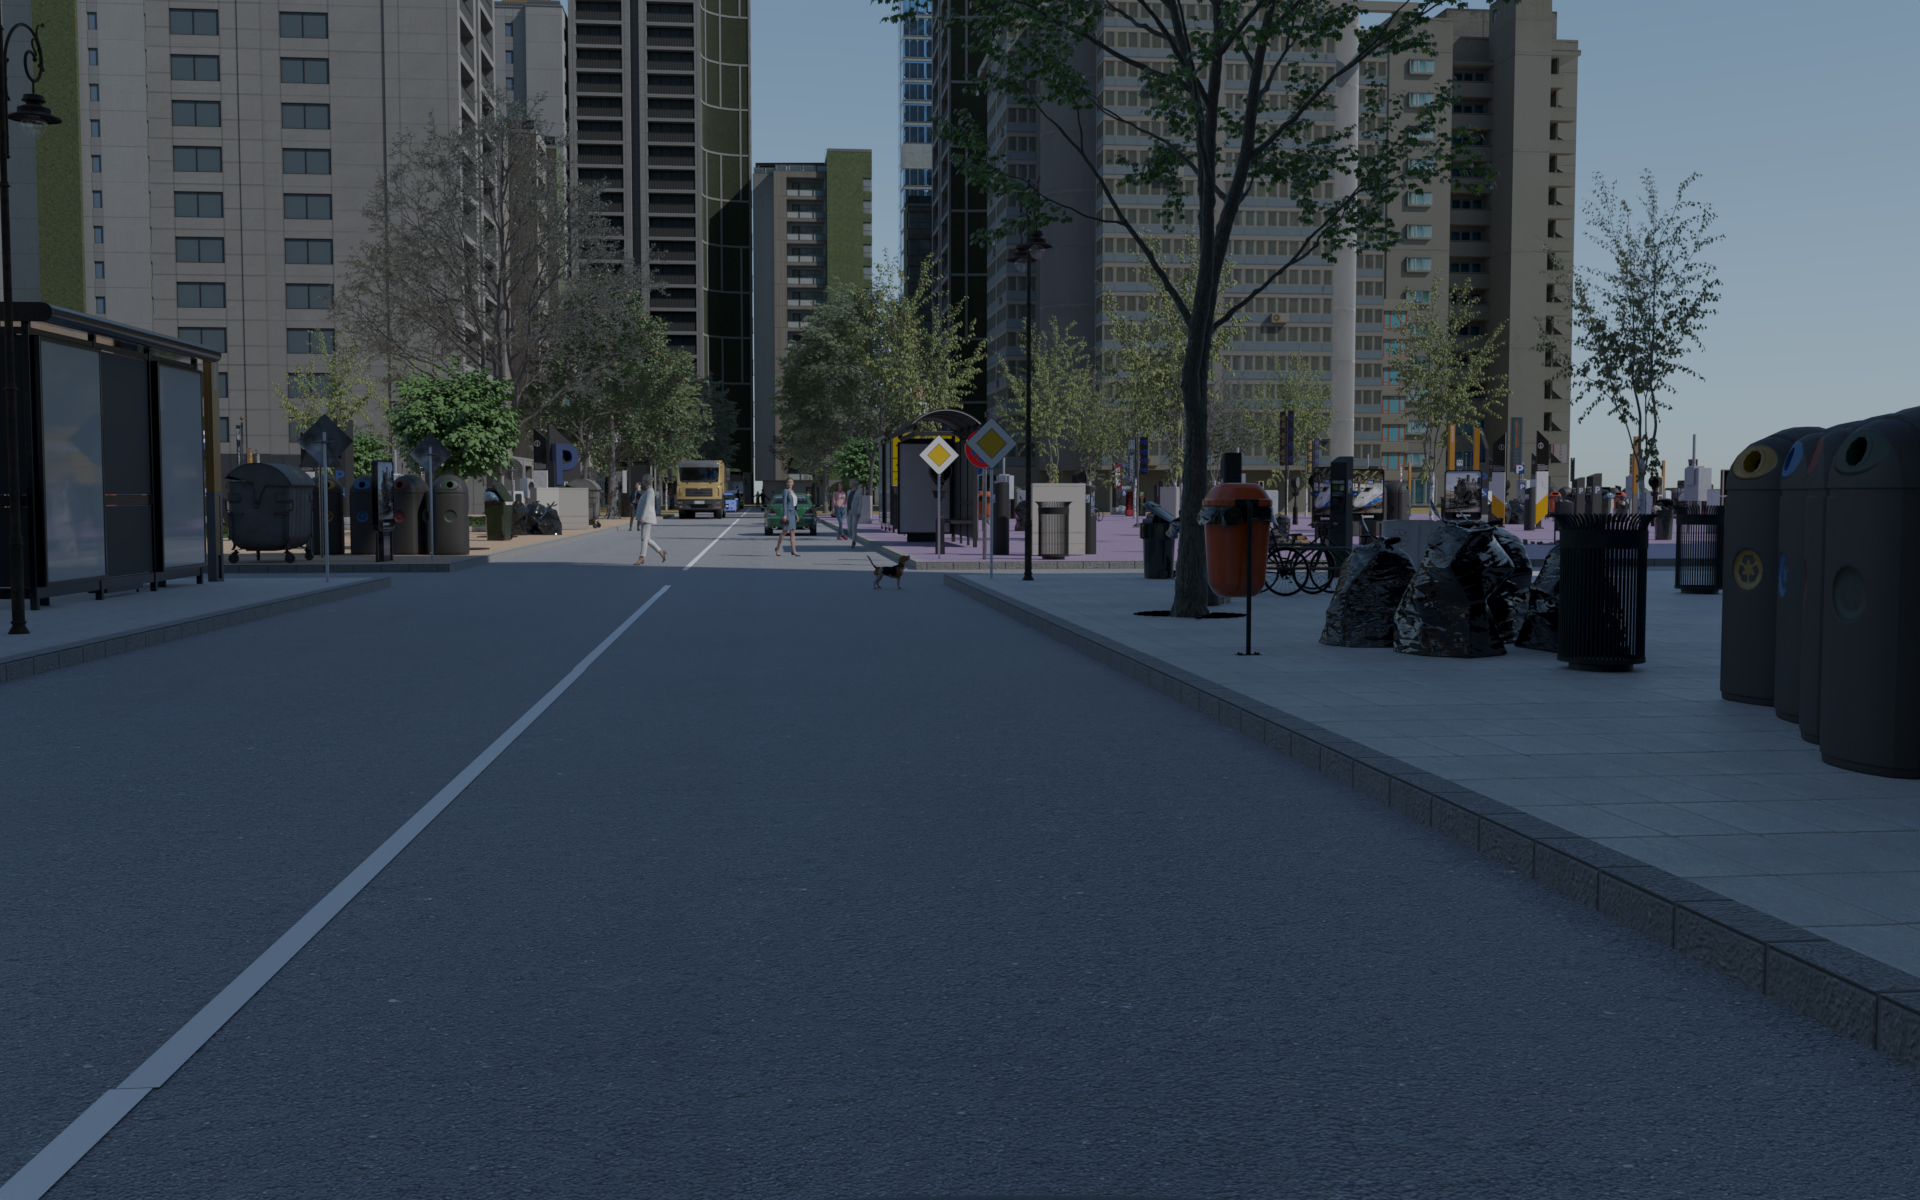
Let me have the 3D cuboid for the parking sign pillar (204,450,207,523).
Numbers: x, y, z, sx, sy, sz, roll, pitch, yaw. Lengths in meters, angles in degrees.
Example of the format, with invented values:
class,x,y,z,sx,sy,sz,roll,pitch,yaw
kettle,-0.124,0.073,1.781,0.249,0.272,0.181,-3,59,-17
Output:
class,x,y,z,sx,sy,sz,roll,pitch,yaw
parking sign pillar,-37.729,-5.926,85.356,1.447,3.967,1.447,1,4,9

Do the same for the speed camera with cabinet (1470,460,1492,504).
class,x,y,z,sx,sy,sz,roll,pitch,yaw
speed camera with cabinet,28.086,-6.087,93.850,2.038,3.252,0.660,-2,4,-26

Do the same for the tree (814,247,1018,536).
class,x,y,z,sx,sy,sz,roll,pitch,yaw
tree,-1.414,-6.241,52.409,4.737,8.622,4.395,0,3,0

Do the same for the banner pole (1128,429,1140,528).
class,x,y,z,sx,sy,sz,roll,pitch,yaw
banner pole,6.697,-4.687,66.654,0.401,3.779,0.863,-2,4,-31

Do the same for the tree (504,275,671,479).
class,x,y,z,sx,sy,sz,roll,pitch,yaw
tree,-15.648,-8.489,73.207,7.601,10.594,8.767,-3,5,-40

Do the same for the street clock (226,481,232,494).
class,x,y,z,sx,sy,sz,roll,pitch,yaw
street clock,-40.540,-5.602,96.159,0.358,2.002,0.471,0,4,-4

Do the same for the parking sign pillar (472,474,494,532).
class,x,y,z,sx,sy,sz,roll,pitch,yaw
parking sign pillar,-15.796,-4.287,58.563,1.447,3.967,1.447,-1,4,-14

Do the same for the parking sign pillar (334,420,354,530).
class,x,y,z,sx,sy,sz,roll,pitch,yaw
parking sign pillar,-22.100,-4.506,62.153,1.447,3.967,1.447,0,4,-7

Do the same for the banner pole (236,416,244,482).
class,x,y,z,sx,sy,sz,roll,pitch,yaw
banner pole,-23.032,-4.003,55.471,0.401,3.779,0.863,0,4,-6

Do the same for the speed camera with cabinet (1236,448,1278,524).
class,x,y,z,sx,sy,sz,roll,pitch,yaw
speed camera with cabinet,12.487,-4.856,73.731,2.038,3.252,0.660,0,4,6

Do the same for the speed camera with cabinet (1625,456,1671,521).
class,x,y,z,sx,sy,sz,roll,pitch,yaw
speed camera with cabinet,33.024,-5.428,83.090,0.660,3.252,2.038,-3,5,-41

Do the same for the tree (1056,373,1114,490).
class,x,y,z,sx,sy,sz,roll,pitch,yaw
tree,7.570,-9.385,103.809,4.360,8.622,3.978,0,3,0

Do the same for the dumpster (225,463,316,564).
class,x,y,z,sx,sy,sz,roll,pitch,yaw
dumpster,-12.990,-1.644,32.633,1.264,1.857,1.865,0,4,-7

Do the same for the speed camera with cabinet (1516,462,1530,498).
class,x,y,z,sx,sy,sz,roll,pitch,yaw
speed camera with cabinet,35.443,-6.888,106.951,2.038,3.252,0.660,3,5,39

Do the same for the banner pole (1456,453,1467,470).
class,x,y,z,sx,sy,sz,roll,pitch,yaw
banner pole,30.669,-7.084,105.835,0.863,3.779,0.401,0,4,-7

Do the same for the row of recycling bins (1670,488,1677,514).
class,x,y,z,sx,sy,sz,roll,pitch,yaw
row of recycling bins,45.641,-6.354,111.003,1.069,1.692,3.534,1,4,13

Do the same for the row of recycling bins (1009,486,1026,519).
class,x,y,z,sx,sy,sz,roll,pitch,yaw
row of recycling bins,3.157,-5.066,89.936,3.534,1.692,1.069,-3,5,-45

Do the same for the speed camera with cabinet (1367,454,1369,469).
class,x,y,z,sx,sy,sz,roll,pitch,yaw
speed camera with cabinet,20.190,-5.538,84.875,0.660,3.252,2.038,1,4,11

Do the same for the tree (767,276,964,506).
class,x,y,z,sx,sy,sz,roll,pitch,yaw
tree,-4.006,-8.611,75.202,8.767,10.594,7.601,0,4,1

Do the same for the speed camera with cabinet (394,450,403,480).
class,x,y,z,sx,sy,sz,roll,pitch,yaw
speed camera with cabinet,-24.818,-5.125,78.130,2.038,3.252,0.660,-2,4,-35

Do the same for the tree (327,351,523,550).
class,x,y,z,sx,sy,sz,roll,pitch,yaw
tree,-11.599,-3.443,40.014,4.285,4.588,4.351,0,3,0

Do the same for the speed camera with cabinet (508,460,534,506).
class,x,y,z,sx,sy,sz,roll,pitch,yaw
speed camera with cabinet,-25.122,-6.397,98.919,0.660,3.252,2.038,1,4,22

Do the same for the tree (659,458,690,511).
class,x,y,z,sx,sy,sz,roll,pitch,yaw
tree,-22.110,-11.033,130.751,4.737,8.622,4.395,0,3,0

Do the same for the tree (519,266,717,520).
class,x,y,z,sx,sy,sz,roll,pitch,yaw
tree,-17.585,-10.433,87.583,9.611,12.733,9.660,0,3,0

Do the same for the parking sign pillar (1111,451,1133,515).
class,x,y,z,sx,sy,sz,roll,pitch,yaw
parking sign pillar,10.097,-7.289,107.649,1.447,3.967,1.447,-2,4,-32

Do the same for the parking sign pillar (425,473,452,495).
class,x,y,z,sx,sy,sz,roll,pitch,yaw
parking sign pillar,-18.202,-4.448,61.194,1.447,3.967,1.447,0,4,2

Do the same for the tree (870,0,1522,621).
class,x,y,z,sx,sy,sz,roll,pitch,yaw
tree,2.525,-5.622,17.676,9.928,11.665,9.643,0,3,0

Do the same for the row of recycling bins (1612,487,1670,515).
class,x,y,z,sx,sy,sz,roll,pitch,yaw
row of recycling bins,42.002,-6.150,107.660,3.534,1.692,1.069,2,4,34

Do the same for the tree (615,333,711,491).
class,x,y,z,sx,sy,sz,roll,pitch,yaw
tree,-21.607,-12.517,122.775,7.486,12.596,7.792,0,3,0

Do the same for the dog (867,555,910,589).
class,x,y,z,sx,sy,sz,roll,pitch,yaw
dog,-1.081,-0.428,26.282,0.540,0.507,0.406,-3,4,-38

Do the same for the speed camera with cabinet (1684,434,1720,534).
class,x,y,z,sx,sy,sz,roll,pitch,yaw
speed camera with cabinet,24.610,-3.808,56.603,0.660,3.252,2.038,-1,4,-18

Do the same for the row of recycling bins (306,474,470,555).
class,x,y,z,sx,sy,sz,roll,pitch,yaw
row of recycling bins,-12.124,-1.808,36.666,3.534,1.692,1.069,0,4,3

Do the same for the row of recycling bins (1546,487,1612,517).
class,x,y,z,sx,sy,sz,roll,pitch,yaw
row of recycling bins,33.627,-5.367,94.867,1.069,1.692,3.534,-3,5,-42

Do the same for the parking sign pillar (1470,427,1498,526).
class,x,y,z,sx,sy,sz,roll,pitch,yaw
parking sign pillar,20.852,-4.955,69.490,1.447,3.967,1.447,0,4,4

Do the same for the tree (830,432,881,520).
class,x,y,z,sx,sy,sz,roll,pitch,yaw
tree,-4.656,-6.194,84.982,4.285,4.588,4.351,0,3,0

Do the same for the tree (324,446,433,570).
class,x,y,z,sx,sy,sz,roll,pitch,yaw
tree,-8.464,-4.963,6.908,9.928,11.665,9.643,0,3,0

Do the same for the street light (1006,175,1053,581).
class,x,y,z,sx,sy,sz,roll,pitch,yaw
street light,1.012,-3.227,25.556,0.468,5.910,1.993,0,4,-6

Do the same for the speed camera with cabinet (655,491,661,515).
class,x,y,z,sx,sy,sz,roll,pitch,yaw
speed camera with cabinet,-19.130,-6.893,107.034,0.660,3.252,2.038,-2,4,-32

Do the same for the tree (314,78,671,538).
class,x,y,z,sx,sy,sz,roll,pitch,yaw
tree,-13.556,-8.589,50.799,12.009,13.543,11.850,0,3,0

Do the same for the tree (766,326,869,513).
class,x,y,z,sx,sy,sz,roll,pitch,yaw
tree,-8.973,-12.057,115.262,7.486,12.596,7.792,0,3,0

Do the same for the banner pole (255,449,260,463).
class,x,y,z,sx,sy,sz,roll,pitch,yaw
banner pole,-38.691,-6.452,95.499,0.401,3.779,0.863,-3,4,-36

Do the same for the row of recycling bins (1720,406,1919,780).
class,x,y,z,sx,sy,sz,roll,pitch,yaw
row of recycling bins,4.901,-0.138,9.369,1.069,1.692,3.534,1,4,15

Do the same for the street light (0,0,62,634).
class,x,y,z,sx,sy,sz,roll,pitch,yaw
street light,-8.643,-2.626,15.728,0.468,5.910,1.993,0,4,-6

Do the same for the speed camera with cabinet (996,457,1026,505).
class,x,y,z,sx,sy,sz,roll,pitch,yaw
speed camera with cabinet,2.744,-5.290,80.832,2.038,3.252,0.660,2,4,24

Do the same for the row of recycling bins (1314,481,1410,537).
class,x,y,z,sx,sy,sz,roll,pitch,yaw
row of recycling bins,12.305,-2.812,53.097,3.534,1.692,1.069,-2,4,-30

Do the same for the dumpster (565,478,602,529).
class,x,y,z,sx,sy,sz,roll,pitch,yaw
dumpster,-14.133,-3.617,64.904,1.264,1.857,1.865,0,4,-6

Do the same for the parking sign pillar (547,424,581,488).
class,x,y,z,sx,sy,sz,roll,pitch,yaw
parking sign pillar,-15.305,-4.802,66.986,1.447,3.967,1.447,3,4,38

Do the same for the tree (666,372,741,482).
class,x,y,z,sx,sy,sz,roll,pitch,yaw
tree,-27.474,-16.703,179.747,9.857,13.997,8.962,0,3,0

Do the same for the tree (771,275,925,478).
class,x,y,z,sx,sy,sz,roll,pitch,yaw
tree,-6.384,-11.985,102.607,9.857,13.997,8.962,0,3,0
